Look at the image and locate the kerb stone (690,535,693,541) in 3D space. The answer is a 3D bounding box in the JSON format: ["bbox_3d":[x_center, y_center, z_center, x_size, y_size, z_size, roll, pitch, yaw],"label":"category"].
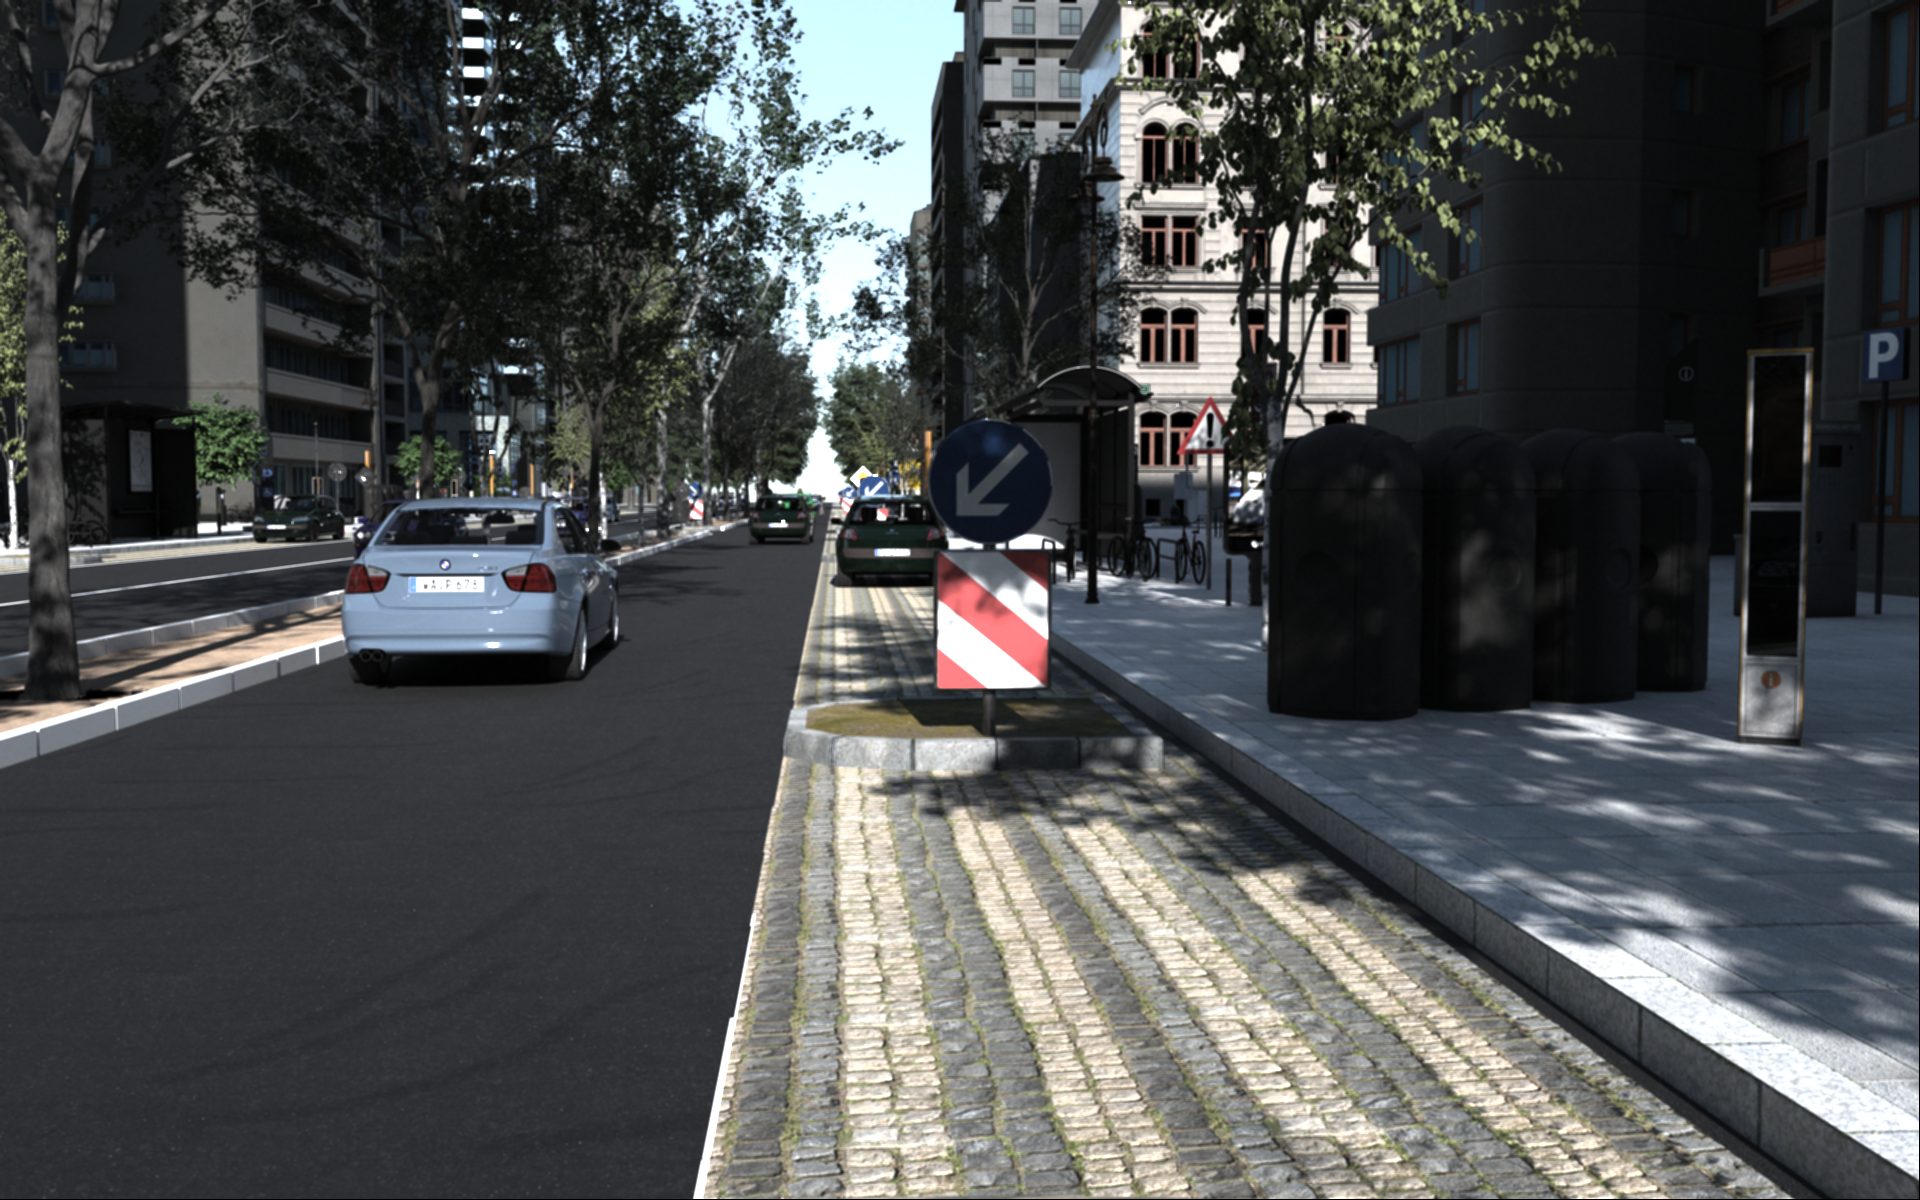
[{"bbox_3d":[-8.173,-1.816,51.880,0.120,0.150,1.000,0,4,-4],"label":"kerb stone"}]

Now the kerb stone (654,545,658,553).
[{"bbox_3d":[-7.429,-1.190,41.660,0.120,0.150,1.000,0,4,-4],"label":"kerb stone"}]

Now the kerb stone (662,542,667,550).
[{"bbox_3d":[-7.578,-1.316,43.705,0.120,0.150,1.000,0,4,-4],"label":"kerb stone"}]

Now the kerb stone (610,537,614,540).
[{"bbox_3d":[-10.115,-1.676,49.660,0.120,0.150,1.000,0,4,-4],"label":"kerb stone"}]

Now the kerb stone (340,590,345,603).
[{"bbox_3d":[-8.187,-0.052,23.051,0.120,0.150,1.000,0,4,-4],"label":"kerb stone"}]

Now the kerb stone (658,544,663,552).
[{"bbox_3d":[-7.501,-1.251,42.686,0.120,0.150,1.000,0,4,-4],"label":"kerb stone"}]

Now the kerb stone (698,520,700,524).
[{"bbox_3d":[-12.376,-3.587,80.908,0.120,0.150,1.000,0,4,-4],"label":"kerb stone"}]

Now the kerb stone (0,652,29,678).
[{"bbox_3d":[-7.519,0.514,13.832,0.120,0.150,1.000,0,4,-4],"label":"kerb stone"}]

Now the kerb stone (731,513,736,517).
[{"bbox_3d":[-14.668,-5.526,112.576,0.120,0.150,1.000,0,4,-4],"label":"kerb stone"}]

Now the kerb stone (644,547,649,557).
[{"bbox_3d":[-7.288,-1.066,39.620,0.120,0.150,1.000,0,4,-4],"label":"kerb stone"}]

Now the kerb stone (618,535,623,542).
[{"bbox_3d":[-10.262,-1.805,51.709,0.120,0.150,1.000,0,4,-4],"label":"kerb stone"}]

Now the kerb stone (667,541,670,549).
[{"bbox_3d":[-7.655,-1.378,44.729,0.120,0.150,1.000,0,4,-4],"label":"kerb stone"}]

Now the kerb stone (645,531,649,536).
[{"bbox_3d":[-10.770,-2.243,58.869,0.120,0.150,1.000,0,4,-4],"label":"kerb stone"}]

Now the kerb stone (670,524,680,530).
[{"bbox_3d":[-11.638,-2.966,70.683,0.120,0.150,1.000,0,4,-4],"label":"kerb stone"}]

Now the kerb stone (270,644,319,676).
[{"bbox_3d":[-5.442,0.497,14.069,0.120,0.150,1.000,0,4,-4],"label":"kerb stone"}]

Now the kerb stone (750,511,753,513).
[{"bbox_3d":[-16.675,-7.216,140.179,0.120,0.150,1.000,0,4,-4],"label":"kerb stone"}]

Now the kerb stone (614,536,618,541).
[{"bbox_3d":[-10.191,-1.740,50.680,0.120,0.150,1.000,0,4,-4],"label":"kerb stone"}]

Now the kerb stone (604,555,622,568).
[{"bbox_3d":[-6.920,-0.754,34.519,0.120,0.150,1.000,0,4,-4],"label":"kerb stone"}]

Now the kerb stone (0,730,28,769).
[{"bbox_3d":[-5.060,0.812,8.948,0.120,0.150,1.000,0,4,-4],"label":"kerb stone"}]

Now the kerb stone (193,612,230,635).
[{"bbox_3d":[-7.814,0.261,17.926,0.120,0.150,1.000,0,4,-4],"label":"kerb stone"}]

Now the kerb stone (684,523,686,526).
[{"bbox_3d":[-11.859,-3.147,73.755,0.120,0.150,1.000,0,4,-4],"label":"kerb stone"}]

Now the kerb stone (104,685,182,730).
[{"bbox_3d":[-5.209,0.685,10.995,0.120,0.150,1.000,0,4,-4],"label":"kerb stone"}]

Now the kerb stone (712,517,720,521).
[{"bbox_3d":[-13.414,-4.466,95.207,0.120,0.150,1.000,0,4,-4],"label":"kerb stone"}]

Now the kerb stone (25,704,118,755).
[{"bbox_3d":[-5.136,0.750,9.976,0.120,0.150,1.000,0,4,-4],"label":"kerb stone"}]

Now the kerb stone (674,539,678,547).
[{"bbox_3d":[-7.804,-1.503,46.777,0.120,0.150,1.000,0,4,-4],"label":"kerb stone"}]

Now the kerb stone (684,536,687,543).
[{"bbox_3d":[-8.031,-1.691,49.841,0.120,0.150,1.000,0,4,-4],"label":"kerb stone"}]

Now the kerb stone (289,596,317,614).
[{"bbox_3d":[-8.034,0.073,20.995,0.120,0.150,1.000,0,4,-4],"label":"kerb stone"}]

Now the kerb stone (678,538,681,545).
[{"bbox_3d":[-7.873,-1.565,47.801,0.120,0.150,1.000,0,4,-4],"label":"kerb stone"}]

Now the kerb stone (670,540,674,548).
[{"bbox_3d":[-7.729,-1.441,45.757,0.120,0.150,1.000,0,4,-4],"label":"kerb stone"}]

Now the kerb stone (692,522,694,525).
[{"bbox_3d":[-12.153,-3.403,77.846,0.120,0.150,1.000,0,4,-4],"label":"kerb stone"}]

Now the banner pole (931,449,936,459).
[{"bbox_3d":[-1.064,-5.724,83.604,0.863,3.779,0.401,1,4,10],"label":"banner pole"}]

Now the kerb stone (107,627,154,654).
[{"bbox_3d":[-7.672,0.387,15.882,0.120,0.150,1.000,0,4,-4],"label":"kerb stone"}]

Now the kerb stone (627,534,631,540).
[{"bbox_3d":[-10.415,-1.930,53.750,0.120,0.150,1.000,0,4,-4],"label":"kerb stone"}]

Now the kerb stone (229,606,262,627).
[{"bbox_3d":[-7.891,0.199,18.948,0.120,0.150,1.000,0,4,-4],"label":"kerb stone"}]

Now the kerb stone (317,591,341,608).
[{"bbox_3d":[-8.105,0.016,22.020,0.120,0.150,1.000,0,4,-4],"label":"kerb stone"}]

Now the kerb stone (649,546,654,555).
[{"bbox_3d":[-7.356,-1.128,40.640,0.120,0.150,1.000,0,4,-4],"label":"kerb stone"}]

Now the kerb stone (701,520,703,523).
[{"bbox_3d":[-12.676,-3.837,84.995,0.120,0.150,1.000,0,4,-4],"label":"kerb stone"}]

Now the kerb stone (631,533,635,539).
[{"bbox_3d":[-10.486,-1.993,54.775,0.120,0.150,1.000,0,4,-4],"label":"kerb stone"}]

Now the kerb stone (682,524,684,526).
[{"bbox_3d":[-11.789,-3.088,72.728,0.120,0.150,1.000,0,4,-4],"label":"kerb stone"}]

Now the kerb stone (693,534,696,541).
[{"bbox_3d":[-8.243,-1.878,52.902,0.120,0.150,1.000,0,4,-4],"label":"kerb stone"}]

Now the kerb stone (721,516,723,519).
[{"bbox_3d":[-13.567,-4.590,97.255,0.120,0.150,1.000,0,4,-4],"label":"kerb stone"}]

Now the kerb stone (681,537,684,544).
[{"bbox_3d":[-7.953,-1.629,48.821,0.120,0.150,1.000,0,4,-4],"label":"kerb stone"}]

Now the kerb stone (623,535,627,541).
[{"bbox_3d":[-10.339,-1.867,52.729,0.120,0.150,1.000,0,4,-4],"label":"kerb stone"}]

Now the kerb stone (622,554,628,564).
[{"bbox_3d":[-6.984,-0.816,35.540,0.120,0.150,1.000,0,4,-4],"label":"kerb stone"}]

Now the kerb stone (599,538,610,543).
[{"bbox_3d":[-10.036,-1.617,48.634,0.120,0.150,1.000,0,4,-4],"label":"kerb stone"}]

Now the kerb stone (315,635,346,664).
[{"bbox_3d":[-5.508,0.438,15.095,0.120,0.150,1.000,0,4,-4],"label":"kerb stone"}]

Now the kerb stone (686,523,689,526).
[{"bbox_3d":[-11.933,-3.211,74.775,0.120,0.150,1.000,0,4,-4],"label":"kerb stone"}]

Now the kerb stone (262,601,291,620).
[{"bbox_3d":[-7.964,0.138,19.968,0.120,0.150,1.000,0,4,-4],"label":"kerb stone"}]

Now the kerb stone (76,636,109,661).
[{"bbox_3d":[-7.597,0.449,14.856,0.120,0.150,1.000,0,4,-4],"label":"kerb stone"}]

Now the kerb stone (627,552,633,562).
[{"bbox_3d":[-7.067,-0.879,36.560,0.120,0.150,1.000,0,4,-4],"label":"kerb stone"}]

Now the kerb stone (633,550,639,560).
[{"bbox_3d":[-7.139,-0.940,37.580,0.120,0.150,1.000,0,4,-4],"label":"kerb stone"}]

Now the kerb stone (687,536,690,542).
[{"bbox_3d":[-8.101,-1.752,50.861,0.120,0.150,1.000,0,4,-4],"label":"kerb stone"}]

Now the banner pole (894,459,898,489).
[{"bbox_3d":[-3.757,-7.186,107.513,0.863,3.779,0.401,-2,4,-27],"label":"banner pole"}]

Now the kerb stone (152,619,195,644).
[{"bbox_3d":[-7.742,0.325,16.902,0.120,0.150,1.000,0,4,-4],"label":"kerb stone"}]

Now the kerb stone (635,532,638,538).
[{"bbox_3d":[-10.561,-2.052,55.798,0.120,0.150,1.000,0,4,-4],"label":"kerb stone"}]

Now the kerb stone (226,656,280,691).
[{"bbox_3d":[-5.360,0.561,13.037,0.120,0.150,1.000,0,4,-4],"label":"kerb stone"}]

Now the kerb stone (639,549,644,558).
[{"bbox_3d":[-7.207,-1.003,38.601,0.120,0.150,1.000,0,4,-4],"label":"kerb stone"}]

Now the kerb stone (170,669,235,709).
[{"bbox_3d":[-5.284,0.622,12.018,0.120,0.150,1.000,0,4,-4],"label":"kerb stone"}]
